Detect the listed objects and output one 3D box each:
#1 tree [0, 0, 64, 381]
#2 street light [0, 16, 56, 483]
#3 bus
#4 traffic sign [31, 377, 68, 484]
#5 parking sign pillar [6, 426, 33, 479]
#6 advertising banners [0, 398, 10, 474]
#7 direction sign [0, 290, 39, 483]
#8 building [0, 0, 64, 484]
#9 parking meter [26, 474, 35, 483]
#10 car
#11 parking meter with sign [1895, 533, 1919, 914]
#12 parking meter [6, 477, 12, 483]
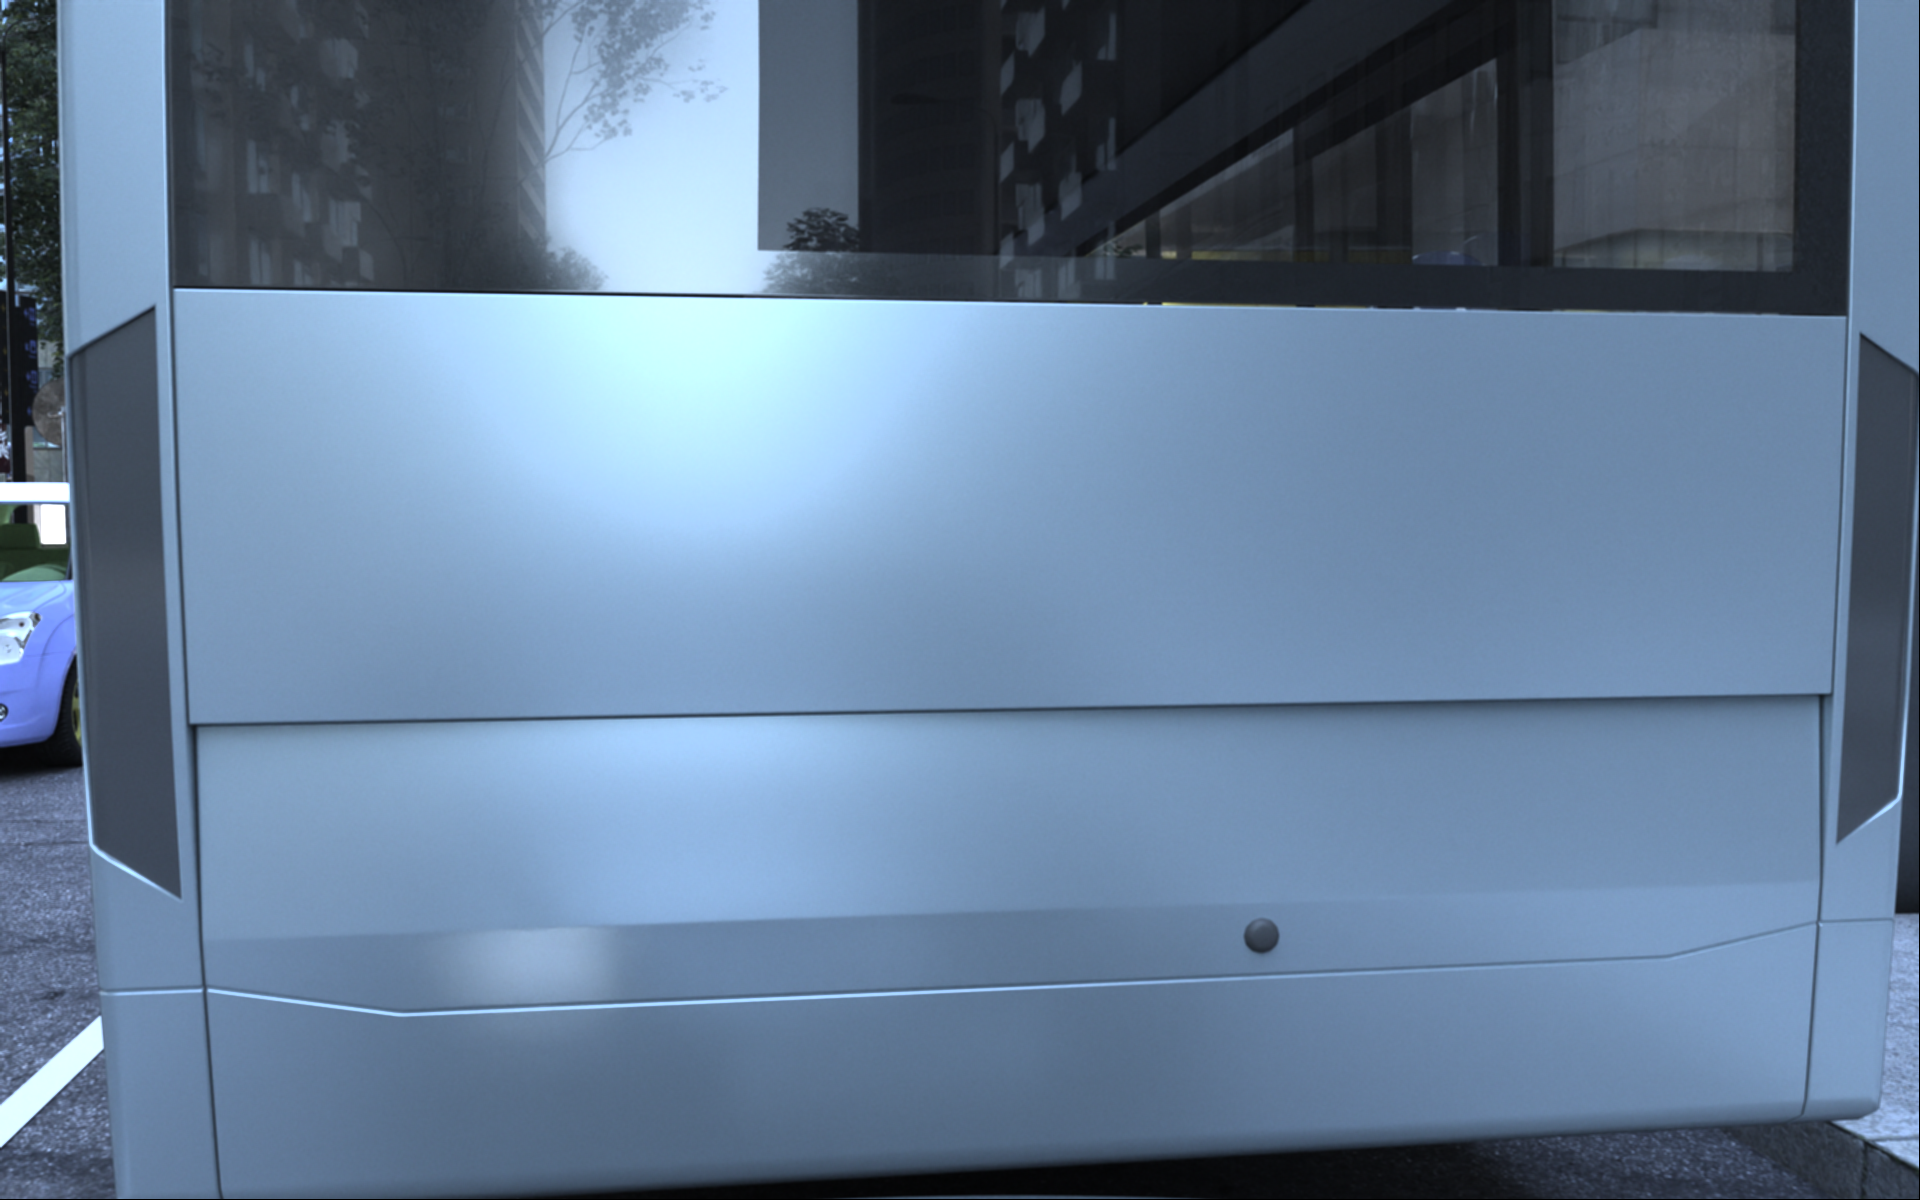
[{"bbox_3d":[-12.386,-7.540,29.941,9.857,13.997,8.962,0,3,0],"label":"tree"},{"bbox_3d":[-8.513,-2.695,16.605,1.470,5.913,1.316,-1,4,-9],"label":"street light"},{"bbox_3d":[-0.838,-0.856,8.863,2.948,3.499,13.247,-1,4,-9],"label":"bus"},{"bbox_3d":[-9.732,-1.149,18.894,0.768,2.556,0.104,0,4,-2],"label":"traffic sign"},{"bbox_3d":[-35.587,-4.715,65.569,1.447,3.967,1.447,0,4,-1],"label":"parking sign pillar"},{"bbox_3d":[-12.598,-1.586,22.124,0.090,3.025,2.074,0,4,-2],"label":"advertising banners"},{"bbox_3d":[-10.675,-1.695,19.709,0.379,3.537,0.876,0,4,-4],"label":"direction sign"},{"bbox_3d":[-37.358,-47.216,84.655,22.319,86.520,31.000,-1,4,-9],"label":"building"},{"bbox_3d":[-24.877,-2.477,46.212,0.399,1.863,0.255,-3,5,-41],"label":"parking meter"},{"bbox_3d":[-5.592,-0.032,10.109,1.945,1.707,3.694,-1,4,-8],"label":"car"},{"bbox_3d":[2.986,-0.568,5.547,0.543,3.016,1.738,0,4,-2],"label":"parking meter with sign"},{"bbox_3d":[-31.453,-3.168,57.505,0.255,1.863,0.399,0,4,-6],"label":"parking meter"}]
